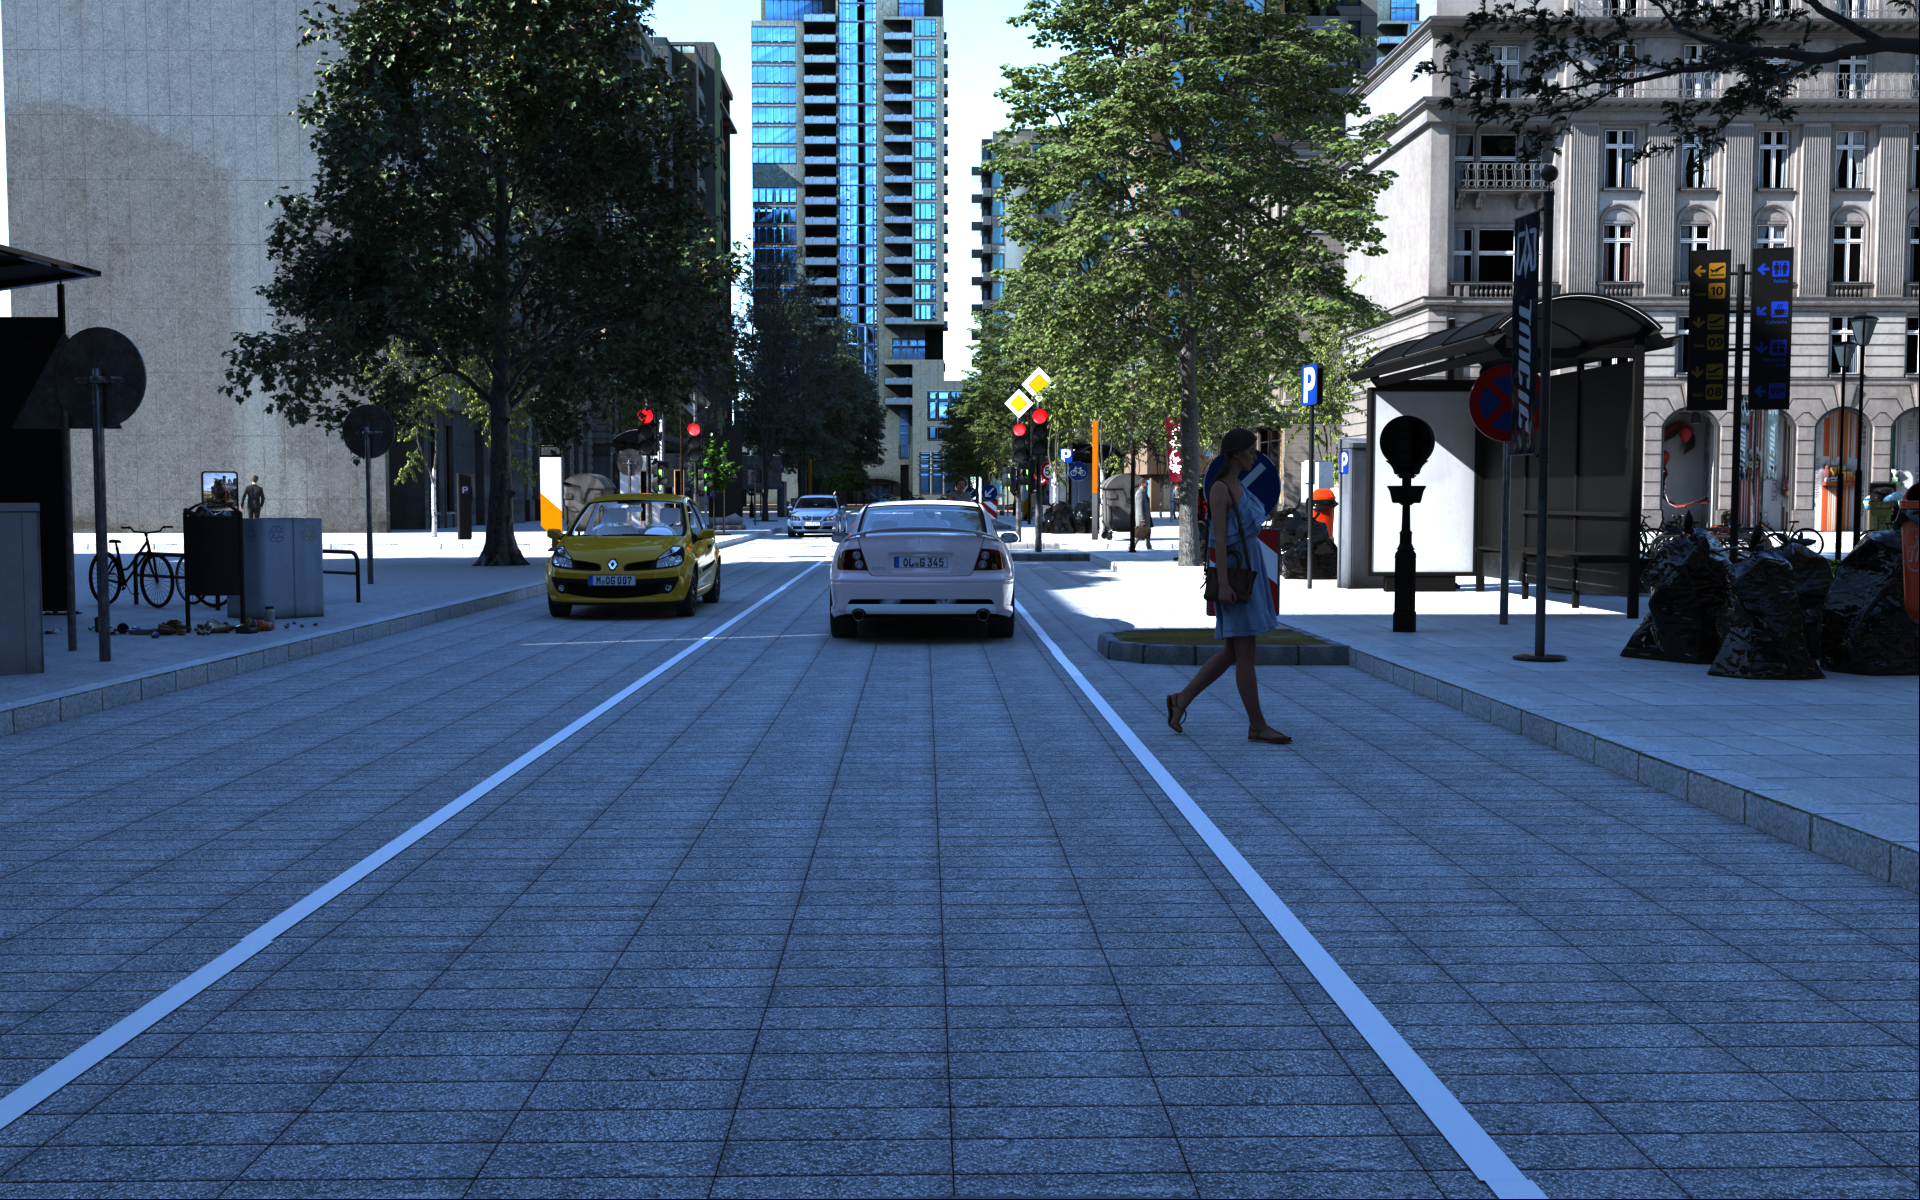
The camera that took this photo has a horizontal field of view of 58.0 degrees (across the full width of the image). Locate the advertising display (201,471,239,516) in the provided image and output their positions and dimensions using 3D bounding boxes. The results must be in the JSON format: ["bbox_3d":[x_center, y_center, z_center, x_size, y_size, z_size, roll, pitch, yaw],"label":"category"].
[{"bbox_3d":[-20.943,-2.680,49.028,0.974,1.923,0.123,-3,4,-36],"label":"advertising display"}]

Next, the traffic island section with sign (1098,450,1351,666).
[{"bbox_3d":[2.264,-0.415,15.419,1.989,1.847,2.006,0,4,-1],"label":"traffic island section with sign"}]

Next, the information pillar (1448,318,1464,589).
[{"bbox_3d":[6.672,-1.959,23.391,0.183,3.616,0.504,2,4,31],"label":"information pillar"}]

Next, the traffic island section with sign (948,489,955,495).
[{"bbox_3d":[0.480,-5.487,98.342,1.989,1.847,2.006,0,4,-1],"label":"traffic island section with sign"}]

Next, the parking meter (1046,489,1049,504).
[{"bbox_3d":[4.075,-4.271,78.248,0.372,1.533,0.369,0,3,0],"label":"parking meter"}]

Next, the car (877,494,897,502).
[{"bbox_3d":[-7.843,-10.706,186.846,2.131,1.459,4.920,0,4,-2],"label":"car"}]

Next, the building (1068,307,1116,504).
[{"bbox_3d":[25.787,-20.042,172.729,27.650,21.520,28.899,0,4,-1],"label":"building"}]

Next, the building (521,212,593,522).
[{"bbox_3d":[-25.010,-15.772,86.746,11.050,23.489,19.941,0,4,-1],"label":"building"}]

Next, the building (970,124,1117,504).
[{"bbox_3d":[16.591,-37.140,226.850,30.456,49.044,23.786,0,4,-1],"label":"building"}]

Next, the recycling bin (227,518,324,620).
[{"bbox_3d":[-7.153,-0.338,18.079,0.722,1.027,0.722,3,4,38],"label":"recycling bin"}]

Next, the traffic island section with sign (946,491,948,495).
[{"bbox_3d":[-0.593,-8.565,148.673,1.989,1.847,2.006,0,4,-1],"label":"traffic island section with sign"}]

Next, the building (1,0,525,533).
[{"bbox_3d":[-25.089,-15.171,66.071,12.078,24.808,19.932,0,4,-1],"label":"building"}]

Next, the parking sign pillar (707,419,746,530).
[{"bbox_3d":[-8.395,-4.497,62.000,1.447,3.967,1.447,3,4,38],"label":"parking sign pillar"}]

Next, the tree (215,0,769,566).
[{"bbox_3d":[-8.177,-6.969,30.954,9.611,12.733,9.660,0,3,0],"label":"tree"}]

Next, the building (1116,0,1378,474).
[{"bbox_3d":[22.403,-43.313,146.427,20.563,71.187,20.611,0,4,-1],"label":"building"}]

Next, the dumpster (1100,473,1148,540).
[{"bbox_3d":[4.653,-2.635,48.842,1.264,1.857,1.865,0,4,-1],"label":"dumpster"}]

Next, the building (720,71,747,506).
[{"bbox_3d":[-35.834,-31.760,173.893,28.867,44.769,22.147,0,4,-1],"label":"building"}]

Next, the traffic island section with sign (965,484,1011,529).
[{"bbox_3d":[1.071,-3.815,70.997,1.989,1.847,2.006,0,4,-1],"label":"traffic island section with sign"}]

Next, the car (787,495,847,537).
[{"bbox_3d":[-4.838,-2.884,59.149,2.014,1.417,4.499,0,4,1],"label":"car"}]

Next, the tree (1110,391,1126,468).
[{"bbox_3d":[10.726,-8.707,92.722,4.360,8.622,3.978,0,3,0],"label":"tree"}]

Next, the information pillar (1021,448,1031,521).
[{"bbox_3d":[3.201,-5.612,83.110,0.504,3.616,0.183,-3,4,-38],"label":"information pillar"}]

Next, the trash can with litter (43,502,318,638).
[{"bbox_3d":[-7.330,-0.314,16.187,2.233,1.210,1.678,0,4,-3],"label":"trash can with litter"}]

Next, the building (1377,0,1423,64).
[{"bbox_3d":[47.313,-55.880,226.310,31.000,86.520,22.319,0,4,-1],"label":"building"}]

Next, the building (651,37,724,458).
[{"bbox_3d":[-28.632,-28.648,151.987,14.154,41.232,14.086,0,4,-1],"label":"building"}]

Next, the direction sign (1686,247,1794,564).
[{"bbox_3d":[7.217,-1.474,16.096,0.876,3.537,0.379,1,4,16],"label":"direction sign"}]

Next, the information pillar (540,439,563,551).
[{"bbox_3d":[-9.144,-2.901,38.788,0.504,3.616,0.183,0,3,0],"label":"information pillar"}]

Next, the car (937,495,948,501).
[{"bbox_3d":[-1.289,-9.576,169.148,1.945,1.354,3.894,0,4,-1],"label":"car"}]

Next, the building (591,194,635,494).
[{"bbox_3d":[-24.568,-15.717,106.118,9.793,20.994,18.267,0,4,-1],"label":"building"}]

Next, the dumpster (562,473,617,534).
[{"bbox_3d":[-10.535,-2.657,49.206,1.264,1.857,1.865,0,4,-1],"label":"dumpster"}]

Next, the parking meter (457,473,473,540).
[{"bbox_3d":[-13.969,-2.639,48.865,0.399,1.863,0.255,-2,4,-26],"label":"parking meter"}]

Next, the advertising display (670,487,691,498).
[{"bbox_3d":[-10.756,-3.760,66.690,0.123,1.923,0.974,3,5,41],"label":"advertising display"}]

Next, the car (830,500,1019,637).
[{"bbox_3d":[-0.382,-0.388,18.701,2.083,1.381,4.827,0,4,0],"label":"car"}]

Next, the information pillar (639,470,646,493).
[{"bbox_3d":[-9.718,-2.988,53.351,0.304,2.012,0.304,-1,4,-14],"label":"information pillar"}]

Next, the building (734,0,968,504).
[{"bbox_3d":[-14.669,-55.763,224.395,31.000,86.520,22.319,0,4,-1],"label":"building"}]

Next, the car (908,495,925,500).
[{"bbox_3d":[-4.788,-10.900,190.793,1.945,1.354,3.894,0,4,-3],"label":"car"}]

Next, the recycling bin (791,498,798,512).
[{"bbox_3d":[-10.284,-5.916,109.286,0.722,1.027,0.722,-1,4,-12],"label":"recycling bin"}]

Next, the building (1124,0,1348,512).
[{"bbox_3d":[20.120,-29.338,129.791,14.600,45.320,14.200,0,4,-1],"label":"building"}]

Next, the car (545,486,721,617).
[{"bbox_3d":[-3.984,-0.688,21.468,2.015,1.641,3.980,0,4,-2],"label":"car"}]

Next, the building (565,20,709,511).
[{"bbox_3d":[-35.751,-26.961,132.686,32.217,40.220,23.993,0,4,-1],"label":"building"}]

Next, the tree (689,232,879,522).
[{"bbox_3d":[-9.012,-10.428,80.868,12.009,13.543,11.850,0,3,0],"label":"tree"}]

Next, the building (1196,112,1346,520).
[{"bbox_3d":[19.208,-15.292,100.933,10.553,20.767,40.483,0,4,-1],"label":"building"}]

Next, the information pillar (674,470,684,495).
[{"bbox_3d":[-8.463,-2.919,52.224,0.304,2.012,0.304,-1,4,-10],"label":"information pillar"}]

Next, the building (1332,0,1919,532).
[{"bbox_3d":[26.975,-13.557,63.464,24.055,21.916,13.314,0,4,-1],"label":"building"}]

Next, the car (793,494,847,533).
[{"bbox_3d":[-5.197,-3.349,64.540,2.009,1.686,4.222,0,4,-3],"label":"car"}]

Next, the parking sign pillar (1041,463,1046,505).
[{"bbox_3d":[5.029,-7.230,106.682,1.447,3.967,1.447,0,4,-1],"label":"parking sign pillar"}]

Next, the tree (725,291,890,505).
[{"bbox_3d":[-9.856,-12.267,107.227,9.857,13.997,8.962,0,3,0],"label":"tree"}]

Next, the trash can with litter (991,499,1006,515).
[{"bbox_3d":[2.267,-5.686,104.359,1.055,1.170,0.624,0,4,6],"label":"trash can with litter"}]
